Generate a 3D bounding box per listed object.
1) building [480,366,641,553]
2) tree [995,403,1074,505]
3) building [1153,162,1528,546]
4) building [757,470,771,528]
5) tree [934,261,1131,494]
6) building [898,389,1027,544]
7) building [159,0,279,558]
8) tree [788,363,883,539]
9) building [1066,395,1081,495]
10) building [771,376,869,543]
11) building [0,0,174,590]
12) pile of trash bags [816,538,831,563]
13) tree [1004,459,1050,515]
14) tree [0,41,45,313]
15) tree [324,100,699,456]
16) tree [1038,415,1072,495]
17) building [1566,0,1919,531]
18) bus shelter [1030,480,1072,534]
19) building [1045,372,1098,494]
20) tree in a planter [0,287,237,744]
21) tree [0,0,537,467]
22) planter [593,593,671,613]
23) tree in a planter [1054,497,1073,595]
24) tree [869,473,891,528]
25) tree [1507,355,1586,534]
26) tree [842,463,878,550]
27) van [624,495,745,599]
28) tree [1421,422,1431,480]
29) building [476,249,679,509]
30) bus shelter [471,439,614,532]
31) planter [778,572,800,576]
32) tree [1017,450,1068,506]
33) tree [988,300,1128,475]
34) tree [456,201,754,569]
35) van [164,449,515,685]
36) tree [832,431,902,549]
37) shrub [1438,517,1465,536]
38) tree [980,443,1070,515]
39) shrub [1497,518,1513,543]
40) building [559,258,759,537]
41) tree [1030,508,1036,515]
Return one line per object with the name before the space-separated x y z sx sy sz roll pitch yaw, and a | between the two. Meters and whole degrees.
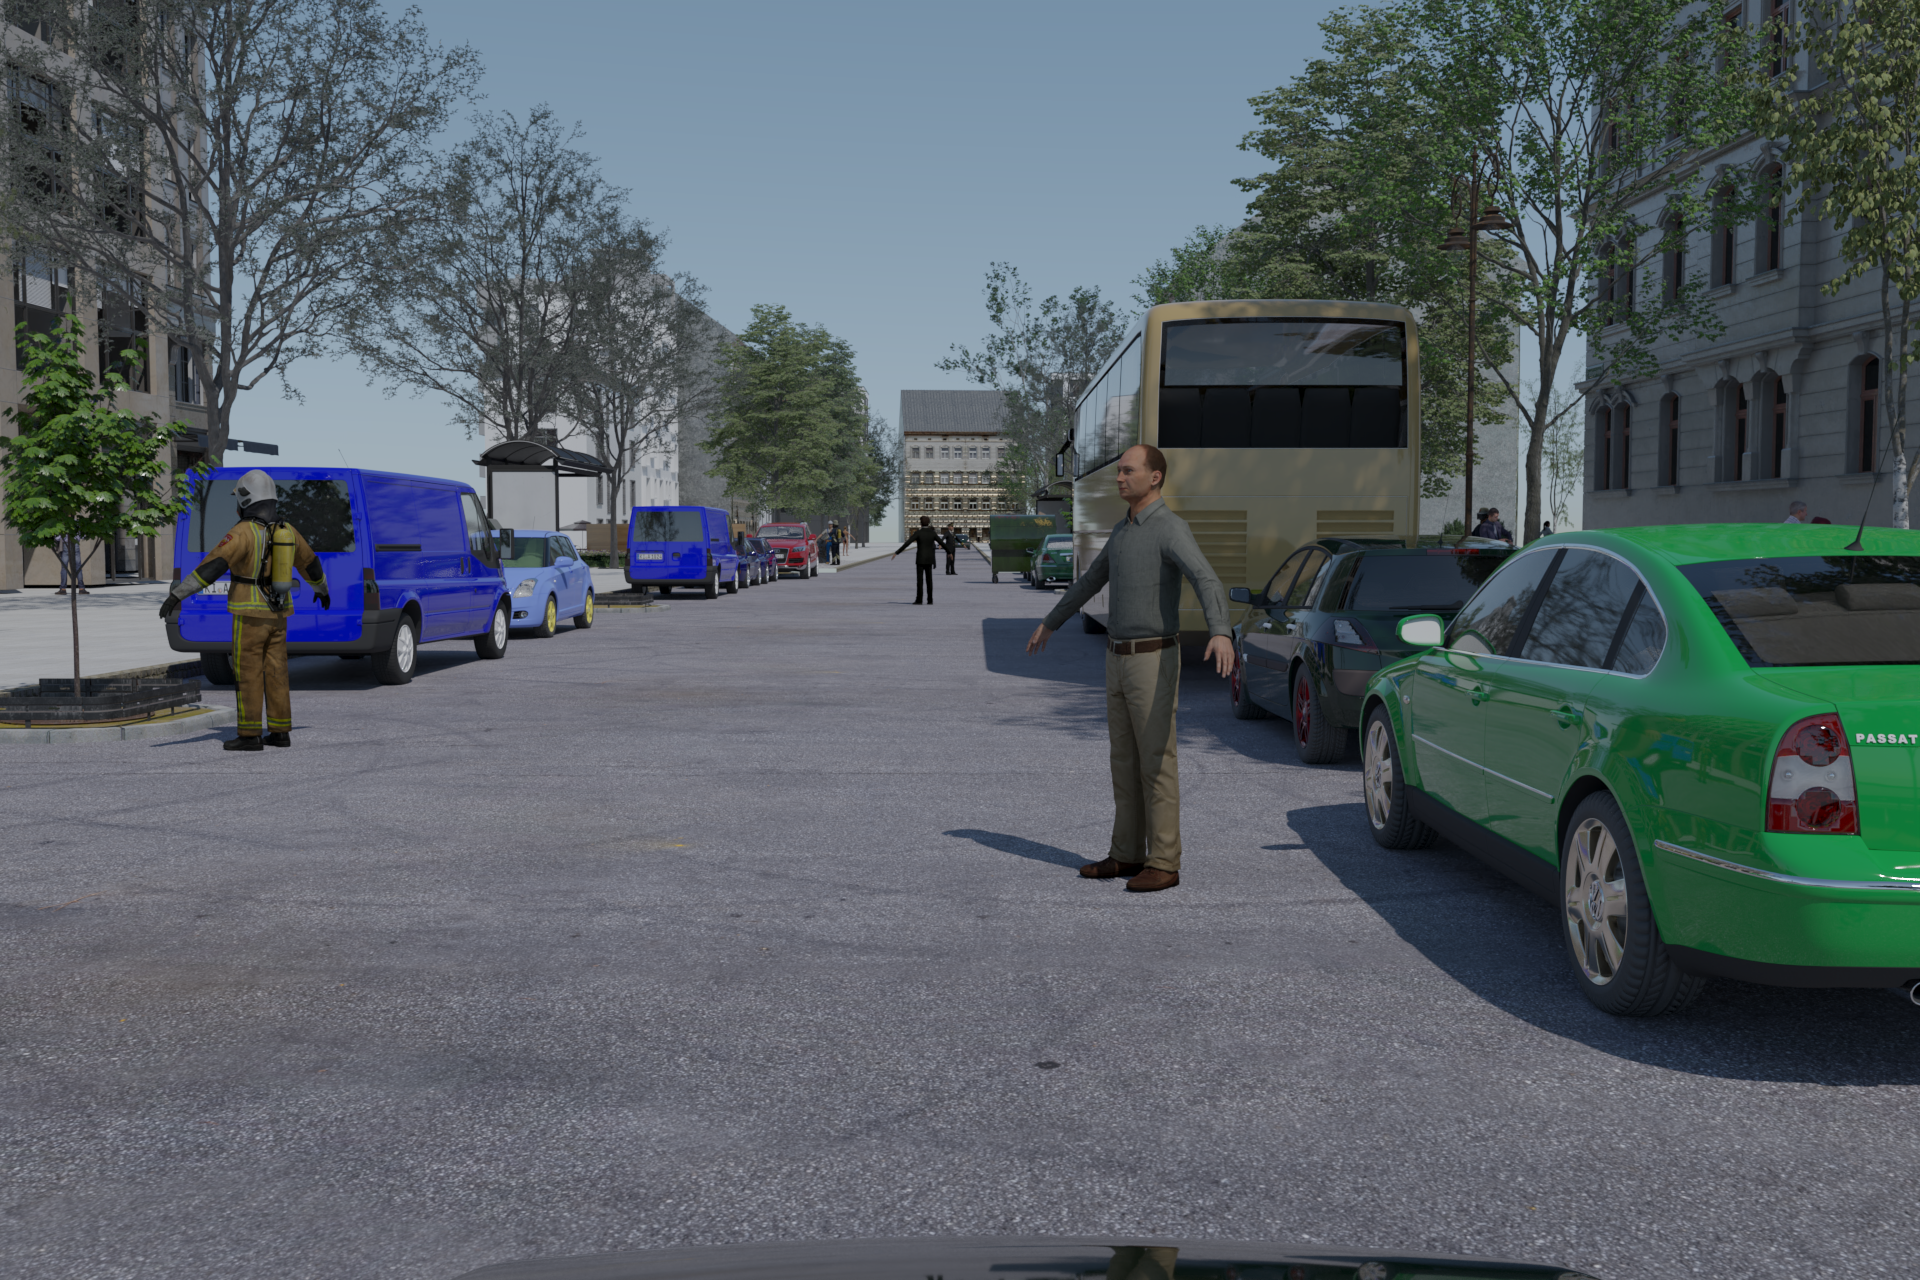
building | -22.769 -9.640 99.762 9.099 9.664 28.070 0 4 1
tree | 6.563 -12.789 134.857 9.928 11.665 9.643 0 3 0
building | 22.379 -16.866 106.680 19.493 23.208 18.063 0 4 0
building | -26.181 -15.759 199.814 9.099 9.664 28.070 0 4 0
tree | 4.708 -16.260 121.746 12.611 20.169 13.585 0 3 0
building | 0.076 -26.238 262.382 18.063 23.208 19.493 0 4 -4
building | -30.501 -18.780 53.165 12.429 33.558 17.177 0 4 0
tree | -8.951 -12.011 114.501 7.486 12.596 7.792 0 3 0
building | 22.451 -22.984 206.715 19.493 23.208 18.063 0 4 0
building | -27.190 -24.040 237.034 27.936 21.610 32.646 0 3 0
building | -29.835 -13.696 27.128 19.350 26.588 34.151 0 4 -1
pile of trash bags | -6.662 -4.050 75.977 1.912 1.369 3.447 0 4 2
tree | 6.450 -12.111 148.372 4.360 8.622 3.978 0 3 0
tree | -12.373 -4.122 17.755 4.360 8.622 3.978 0 3 0
tree | -12.606 -8.508 49.478 12.009 13.543 11.850 0 3 0
tree | 6.110 -9.615 107.566 4.360 8.622 3.978 0 3 0
building | 24.777 -15.454 40.061 14.401 28.519 23.554 0 4 0
bus shelter | 3.922 -4.512 67.687 2.014 3.302 5.546 0 4 -1
building | 25.390 -23.929 235.208 27.936 21.610 32.646 0 3 0
tree in a planter | -6.539 -0.949 12.734 1.991 3.239 1.994 0 4 1
tree | -12.239 -7.221 28.431 12.009 13.543 11.850 0 3 0
planter | -6.479 -0.688 32.381 1.991 0.319 1.994 0 4 0
tree in a planter | 3.259 -2.703 41.409 1.991 3.239 1.994 0 4 1
tree | -14.804 -21.664 260.857 9.857 13.997 8.962 0 3 0
tree | 23.980 -7.341 70.393 4.360 8.622 3.978 0 3 0
tree | -9.400 -11.776 142.902 4.360 8.622 3.978 0 3 0
van | -6.272 -2.166 39.791 2.240 2.365 5.245 0 4 0
tree | 17.105 -8.594 74.924 7.601 10.594 8.767 1 4 13
building | -25.896 -15.881 116.076 16.016 20.090 11.380 0 4 -1
bus shelter | -9.477 -2.811 39.886 2.014 3.302 5.546 0 4 -1
planter | -6.465 -2.403 60.421 1.991 0.319 1.994 0 4 1
tree | 6.135 -11.707 141.764 4.360 8.622 3.978 0 3 0
tree | 6.264 -11.022 90.578 12.009 13.543 11.850 0 3 0
tree | -12.744 -9.366 63.511 12.009 13.543 11.850 0 3 0
van | -6.192 -0.839 18.109 2.240 2.365 5.245 0 4 0
tree | -8.994 -13.115 148.845 8.767 10.594 7.601 0 4 5
shrub | 22.850 -4.639 79.885 1.661 2.075 1.752 0 3 0
tree | 6.403 -13.980 162.978 8.767 10.594 7.601 -2 4 -24
shrub | 20.042 -3.752 65.382 1.661 2.075 1.752 0 3 0
building | -26.766 -18.987 141.366 19.493 23.208 18.063 0 4 0
tree | 12.455 -19.036 261.600 4.737 8.622 4.395 0 3 0
